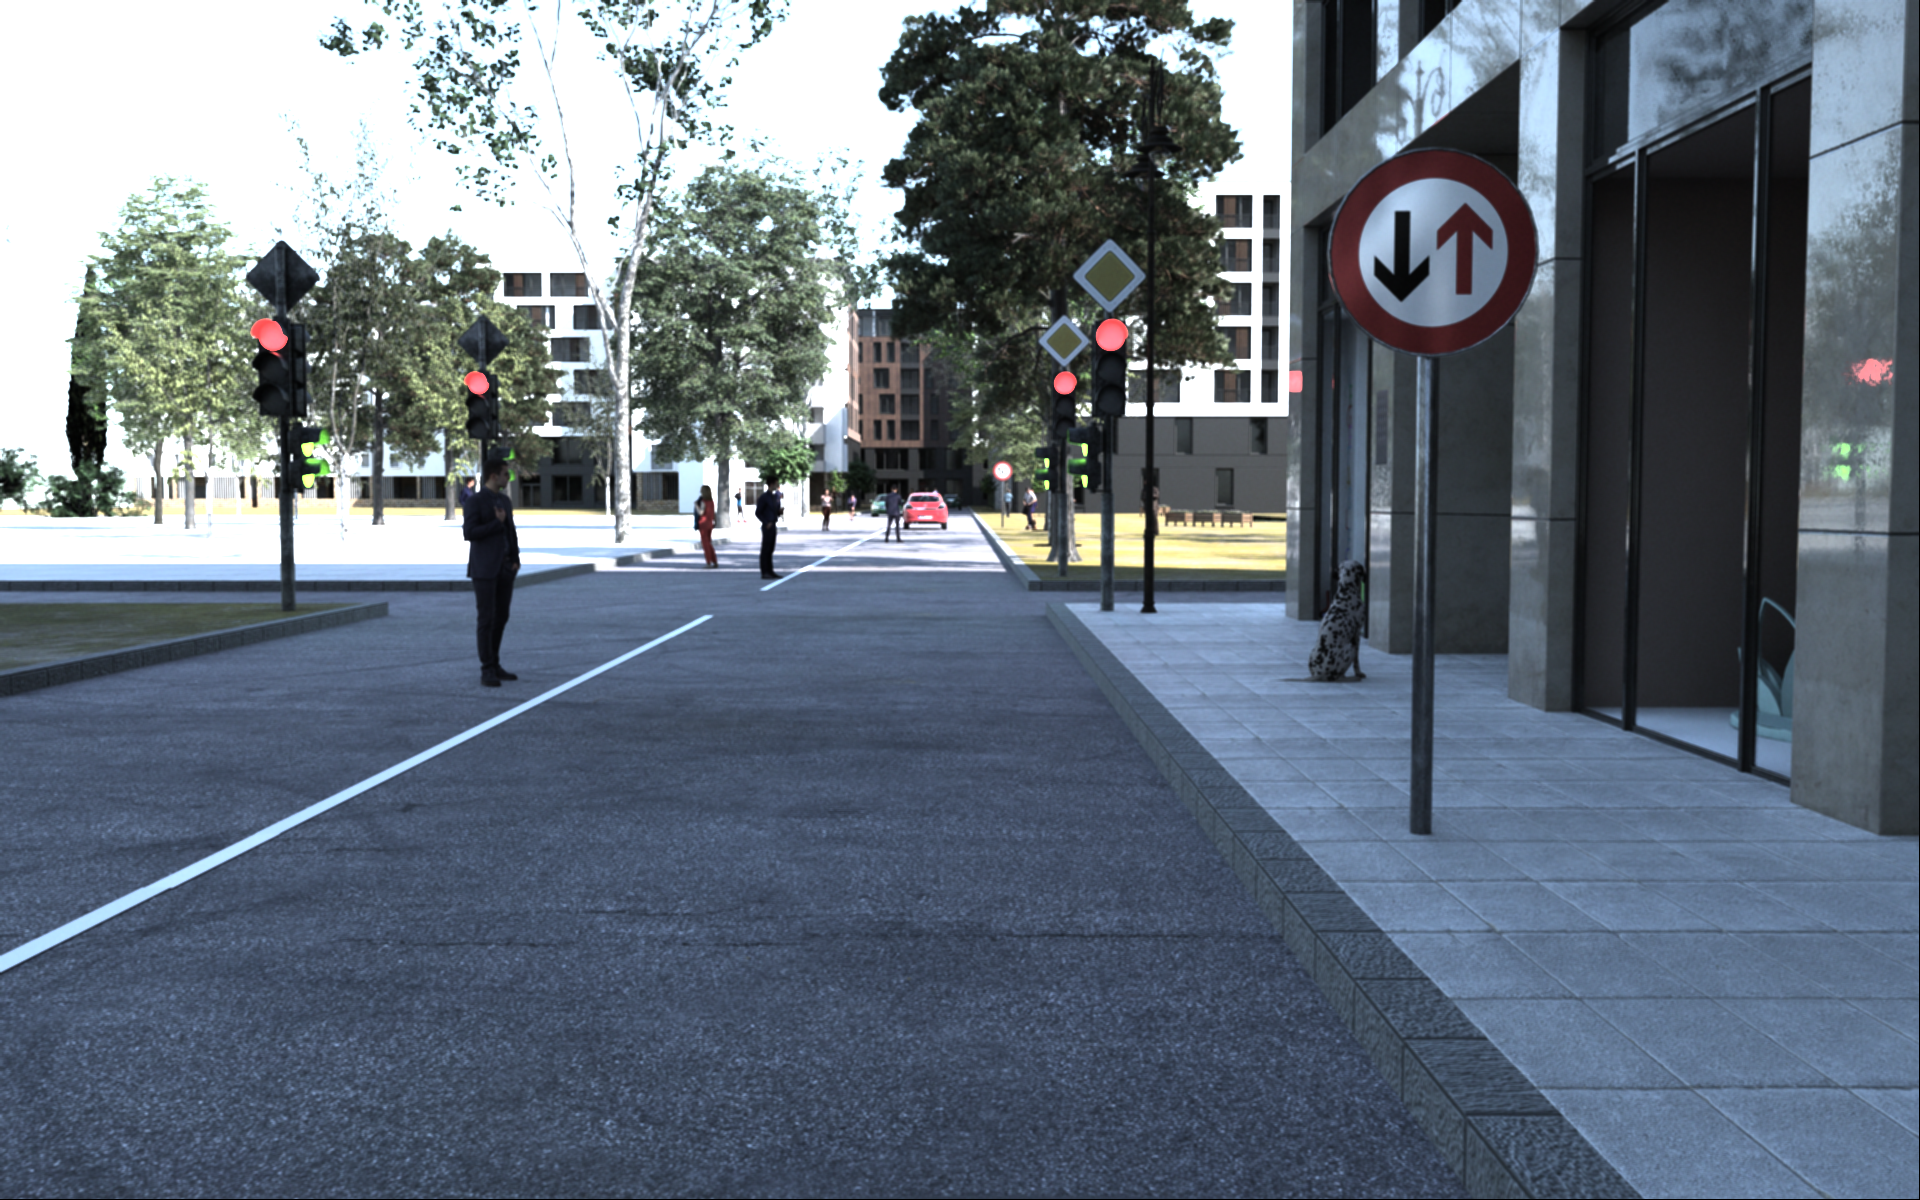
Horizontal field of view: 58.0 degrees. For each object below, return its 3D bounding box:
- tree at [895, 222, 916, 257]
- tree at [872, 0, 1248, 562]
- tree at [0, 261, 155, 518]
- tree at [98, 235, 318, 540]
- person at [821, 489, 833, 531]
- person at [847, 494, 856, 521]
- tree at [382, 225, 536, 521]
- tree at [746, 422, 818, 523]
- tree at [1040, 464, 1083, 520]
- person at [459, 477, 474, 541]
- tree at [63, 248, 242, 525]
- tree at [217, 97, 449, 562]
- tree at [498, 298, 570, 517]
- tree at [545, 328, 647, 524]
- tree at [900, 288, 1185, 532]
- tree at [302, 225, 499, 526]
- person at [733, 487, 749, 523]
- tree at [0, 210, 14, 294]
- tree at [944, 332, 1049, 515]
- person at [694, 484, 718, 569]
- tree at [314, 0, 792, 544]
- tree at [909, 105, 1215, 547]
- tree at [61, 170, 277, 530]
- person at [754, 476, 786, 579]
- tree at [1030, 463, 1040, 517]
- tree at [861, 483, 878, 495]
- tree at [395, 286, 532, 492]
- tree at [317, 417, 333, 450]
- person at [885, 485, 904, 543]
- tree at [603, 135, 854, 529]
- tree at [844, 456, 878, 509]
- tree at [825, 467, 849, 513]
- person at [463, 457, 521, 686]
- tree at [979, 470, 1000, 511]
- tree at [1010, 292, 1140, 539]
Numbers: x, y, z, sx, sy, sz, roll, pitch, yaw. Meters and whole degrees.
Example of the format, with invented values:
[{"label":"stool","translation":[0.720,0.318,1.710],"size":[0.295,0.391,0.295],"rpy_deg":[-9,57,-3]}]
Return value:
[{"label":"tree","translation":[-6.927,-14.456,92.239],"size":[12.611,20.169,13.585],"rpy_deg":[0,3,0]},{"label":"tree","translation":[1.685,-7.644,32.405],"size":[7.806,13.903,7.818],"rpy_deg":[0,3,0]},{"label":"tree","translation":[-53.959,-11.891,96.235],"size":[18.604,14.587,13.155],"rpy_deg":[-1,4,-12]},{"label":"tree","translation":[-21.414,-6.008,48.600],"size":[4.737,8.622,4.395],"rpy_deg":[0,3,0]},{"label":"person","translation":[-5.215,-3.553,68.045],"size":[0.517,1.644,0.566],"rpy_deg":[1,4,10]},{"label":"person","translation":[-5.739,-4.903,91.901],"size":[0.421,1.427,0.697],"rpy_deg":[-1,4,-15]},{"label":"tree","translation":[-24.185,-10.702,82.395],"size":[7.806,13.903,7.818],"rpy_deg":[0,3,0]},{"label":"tree","translation":[-8.093,-5.787,78.327],"size":[4.285,4.588,4.351],"rpy_deg":[0,3,0]},{"label":"tree","translation":[5.182,-5.588,85.961],"size":[1.663,3.219,1.824],"rpy_deg":[0,3,0]},{"label":"person","translation":[-13.308,-2.467,47.077],"size":[0.504,1.737,0.576],"rpy_deg":[0,4,-2]},{"label":"tree","translation":[-33.369,-8.946,72.016],"size":[9.928,11.665,9.643],"rpy_deg":[0,3,0]},{"label":"tree","translation":[-11.666,-5.031,32.616],"size":[4.360,8.622,3.978],"rpy_deg":[0,3,0]},{"label":"tree","translation":[-25.091,-10.606,95.468],"size":[6.751,12.117,7.091],"rpy_deg":[0,3,0]},{"label":"tree","translation":[-15.538,-7.623,75.006],"size":[4.360,8.622,3.978],"rpy_deg":[0,3,0]},{"label":"tree","translation":[3.199,-9.109,59.308],"size":[12.009,13.543,11.850],"rpy_deg":[0,3,0]},{"label":"tree","translation":[-23.614,-9.055,70.111],"size":[6.751,12.117,7.091],"rpy_deg":[0,3,0]},{"label":"person","translation":[-9.686,-4.201,76.592],"size":[0.662,1.594,0.647],"rpy_deg":[-3,4,-36]},{"label":"tree","translation":[-23.104,-6.121,34.491],"size":[7.601,10.594,8.767],"rpy_deg":[-1,4,-11]},{"label":"tree","translation":[2.810,-11.571,107.319],"size":[7.486,12.596,7.792],"rpy_deg":[0,3,0]},{"label":"person","translation":[-4.889,-1.413,33.308],"size":[0.593,1.614,0.444],"rpy_deg":[-3,4,-38]},{"label":"tree","translation":[-9.725,-11.565,44.980],"size":[12.611,20.169,13.585],"rpy_deg":[0,3,0]},{"label":"tree","translation":[2.444,-7.128,42.298],"size":[9.928,11.665,9.643],"rpy_deg":[0,3,0]},{"label":"tree","translation":[-27.967,-8.771,61.528],"size":[7.486,12.596,7.792],"rpy_deg":[0,3,0]},{"label":"person","translation":[-3.166,-1.228,29.279],"size":[0.504,1.737,0.576],"rpy_deg":[1,4,9]},{"label":"tree","translation":[4.441,-6.353,98.467],"size":[1.663,3.219,1.824],"rpy_deg":[0,3,0]},{"label":"tree","translation":[-8.484,-9.979,157.750],"size":[1.663,3.219,1.824],"rpy_deg":[0,3,0]},{"label":"tree","translation":[-17.189,-6.748,60.686],"size":[4.737,8.622,4.395],"rpy_deg":[0,3,0]},{"label":"tree","translation":[-33.992,-8.486,89.109],"size":[4.737,8.622,4.395],"rpy_deg":[0,3,0]},{"label":"person","translation":[-1.934,-2.536,50.887],"size":[0.541,1.710,0.530],"rpy_deg":[2,4,27]},{"label":"tree","translation":[-8.712,-9.556,62.902],"size":[9.857,13.997,8.962],"rpy_deg":[0,3,0]},{"label":"tree","translation":[-8.686,-9.948,146.360],"size":[4.285,4.588,4.351],"rpy_deg":[0,3,0]},{"label":"tree","translation":[-8.595,-7.648,119.639],"size":[1.663,3.219,1.824],"rpy_deg":[0,3,0]},{"label":"person","translation":[-3.543,-0.227,13.130],"size":[0.530,1.710,0.541],"rpy_deg":[3,4,36]},{"label":"tree","translation":[2.295,-8.560,134.555],"size":[1.663,3.219,1.824],"rpy_deg":[0,3,0]},{"label":"tree","translation":[2.772,-6.060,49.436],"size":[4.737,8.622,4.395],"rpy_deg":[0,3,0]}]
